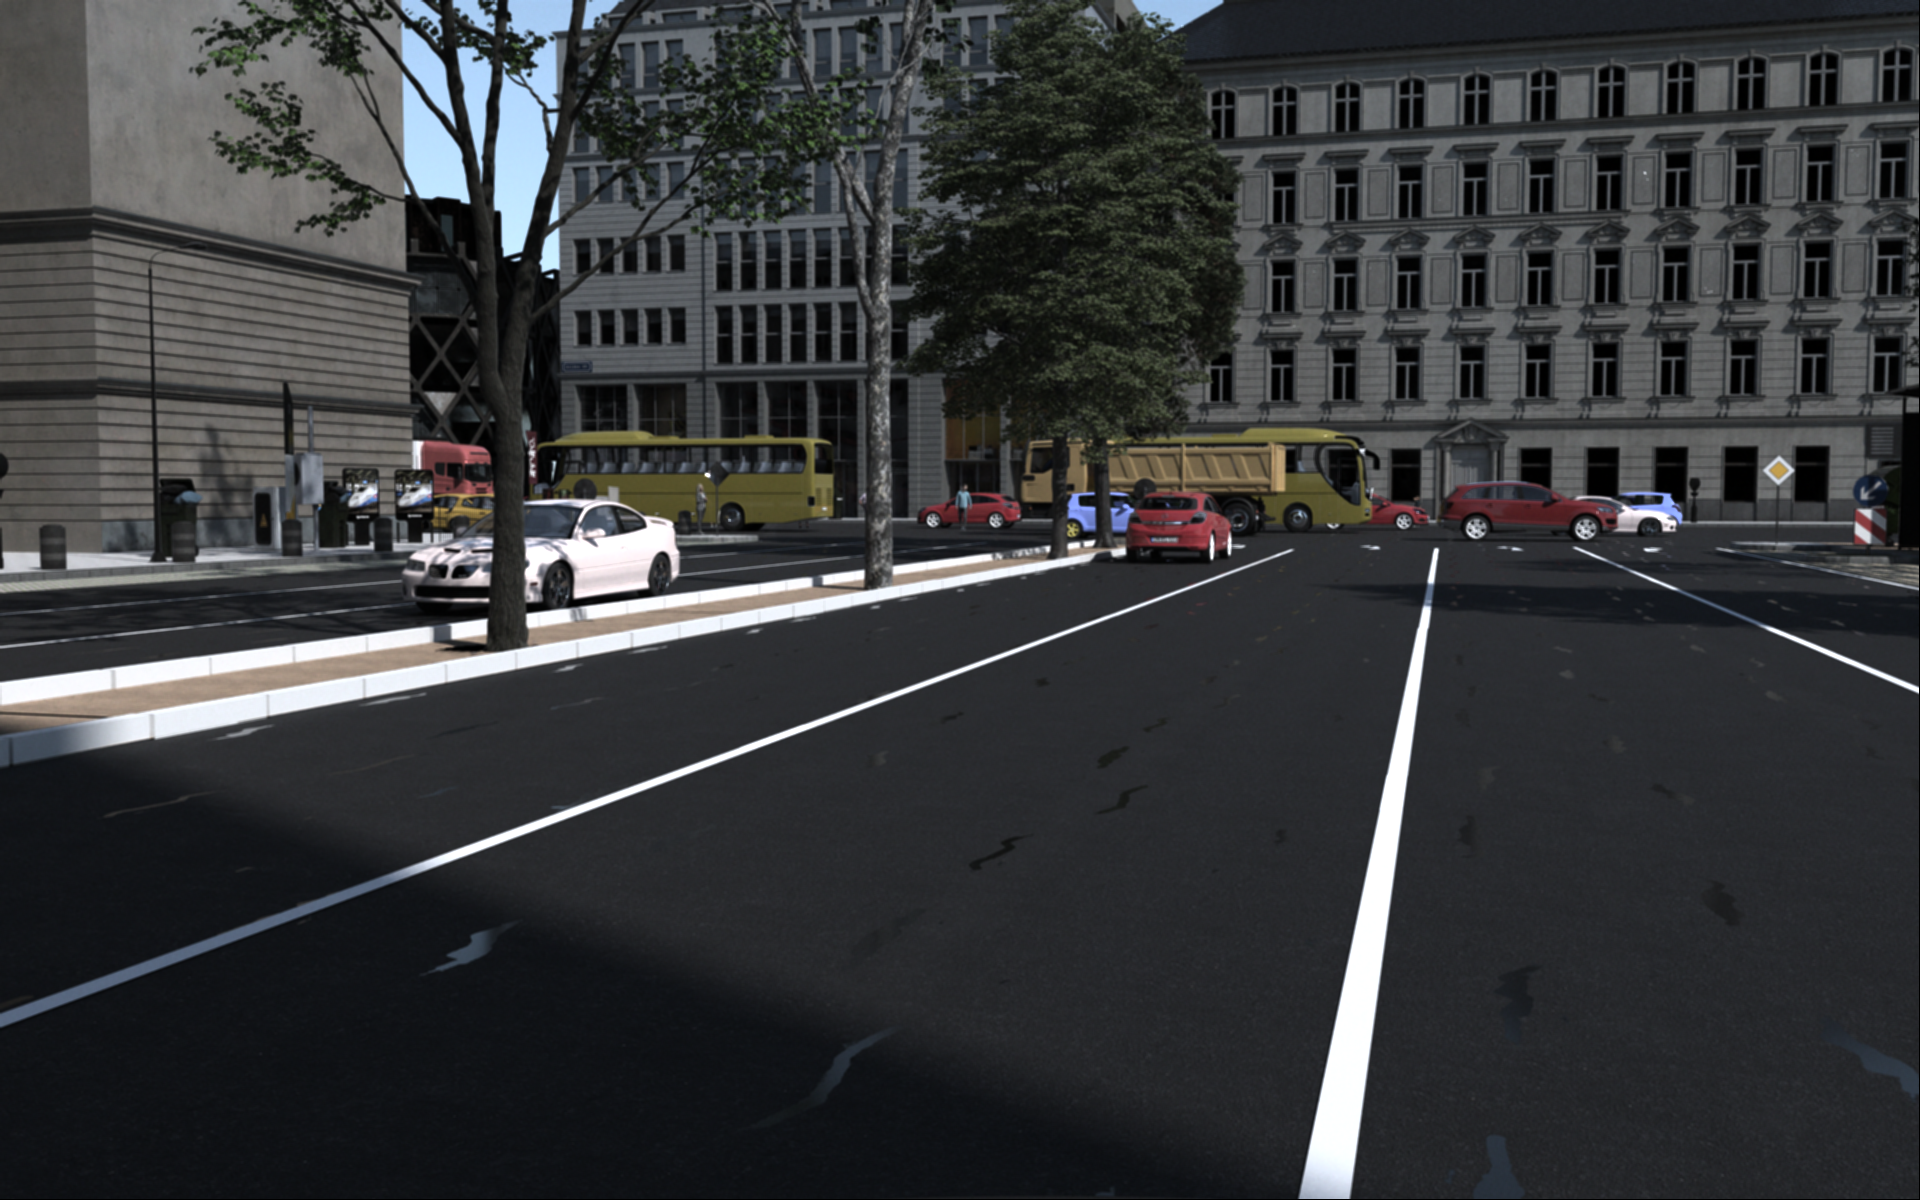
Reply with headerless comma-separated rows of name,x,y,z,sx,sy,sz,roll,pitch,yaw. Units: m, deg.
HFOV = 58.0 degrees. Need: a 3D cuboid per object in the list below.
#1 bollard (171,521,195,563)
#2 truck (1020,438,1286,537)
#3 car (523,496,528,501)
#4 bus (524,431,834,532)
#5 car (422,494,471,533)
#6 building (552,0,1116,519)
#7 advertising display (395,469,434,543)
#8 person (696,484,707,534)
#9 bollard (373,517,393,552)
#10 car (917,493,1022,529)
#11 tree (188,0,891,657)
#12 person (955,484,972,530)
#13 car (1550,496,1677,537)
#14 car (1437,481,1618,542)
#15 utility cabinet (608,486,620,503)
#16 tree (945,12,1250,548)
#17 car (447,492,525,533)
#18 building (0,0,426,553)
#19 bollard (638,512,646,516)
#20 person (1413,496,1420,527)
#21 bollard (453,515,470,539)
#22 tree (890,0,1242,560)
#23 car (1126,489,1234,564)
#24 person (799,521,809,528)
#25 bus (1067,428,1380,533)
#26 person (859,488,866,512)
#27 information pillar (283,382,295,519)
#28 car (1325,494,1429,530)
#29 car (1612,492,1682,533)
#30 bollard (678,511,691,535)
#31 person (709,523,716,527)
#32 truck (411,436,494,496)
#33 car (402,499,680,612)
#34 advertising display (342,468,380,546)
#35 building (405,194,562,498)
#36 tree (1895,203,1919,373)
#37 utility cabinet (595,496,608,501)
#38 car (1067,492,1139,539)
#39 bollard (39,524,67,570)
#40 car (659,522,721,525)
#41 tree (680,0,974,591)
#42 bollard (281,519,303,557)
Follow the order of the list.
bollard,-14.558,-1.086,32.467,0.404,0.777,0.398,0,3,0
truck,6.181,-3.917,59.961,9.791,3.379,3.469,1,4,18
car,-18.282,-4.066,75.518,4.494,1.783,2.155,1,4,17
bus,-11.131,-4.655,67.660,12.252,3.916,2.896,1,4,14
car,-17.936,-3.248,63.328,3.980,1.641,2.015,1,4,17
building,-6.452,-19.517,96.595,29.804,29.767,11.434,1,4,16
advertising display,-14.327,-2.464,45.508,0.974,1.923,0.123,-1,4,-13
person,-9.197,-3.254,61.885,0.526,1.800,0.537,3,4,37
bollard,-12.843,-1.459,38.566,0.404,0.777,0.398,0,3,0
car,0.371,-3.916,73.071,4.494,1.783,2.155,1,4,17
tree,-4.049,-5.323,15.248,9.928,11.665,9.643,0,3,0
person,0.161,-3.704,68.926,0.638,1.841,0.748,1,4,11
car,22.049,-2.886,59.541,4.827,1.381,2.083,1,4,14
car,17.382,-2.721,53.156,5.304,1.827,2.281,1,4,14
utility cabinet,-9.952,-2.519,49.858,0.318,1.500,1.173,-1,4,-11
tree,3.679,-8.301,45.601,7.806,13.903,7.818,0,3,0
car,-15.866,-3.064,60.326,3.980,1.641,2.015,1,4,16
building,-33.099,-13.999,47.960,34.723,24.649,14.460,1,4,16
bollard,-9.414,-2.206,50.793,0.404,0.777,0.398,0,3,0
person,20.097,-3.911,76.353,0.340,1.345,0.435,2,4,24
bollard,-11.982,-1.646,41.630,0.404,0.777,0.398,0,3,0
tree,2.161,-7.163,37.695,7.486,12.596,7.792,0,3,0
car,4.777,-1.733,37.381,2.155,1.783,4.494,1,4,16
person,-6.601,-3.841,72.763,0.593,1.643,0.415,-3,5,-44
bus,9.576,-4.528,65.577,12.252,3.916,2.896,1,4,14
person,-3.883,-3.921,73.550,0.756,1.711,0.436,2,4,26
information pillar,-14.107,-2.758,36.441,0.183,3.616,0.504,-1,4,-9
car,16.620,-3.721,69.882,4.494,1.783,2.155,1,4,17
car,25.340,-3.424,65.581,3.694,1.707,1.945,1,4,14
bollard,-8.556,-2.393,53.844,0.404,0.777,0.398,0,3,0
person,-10.765,-4.080,75.329,0.598,1.807,0.434,-1,4,-14
truck,-27.821,-5.884,85.122,11.283,4.237,2.839,1,4,17
car,-5.265,-0.609,22.325,2.083,1.381,4.827,1,4,16
advertising display,-14.887,-2.315,43.070,0.123,1.923,0.974,3,4,36
building,-34.216,-14.684,107.530,16.811,18.784,16.820,1,4,16
tree,19.059,-5.734,28.159,8.767,10.594,7.601,-1,4,-18
utility cabinet,-10.803,-2.471,51.556,0.306,1.237,1.020,2,4,25
car,5.022,-2.806,55.470,3.694,1.707,1.945,1,4,17
bollard,-15.407,-0.899,29.421,0.404,0.777,0.398,0,3,0
car,-12.293,-4.429,81.095,5.304,1.827,2.281,1,4,17
tree,-2.149,-10.269,26.242,12.611,20.169,13.585,0,3,0
bollard,-13.701,-1.272,35.516,0.404,0.777,0.398,0,3,0
